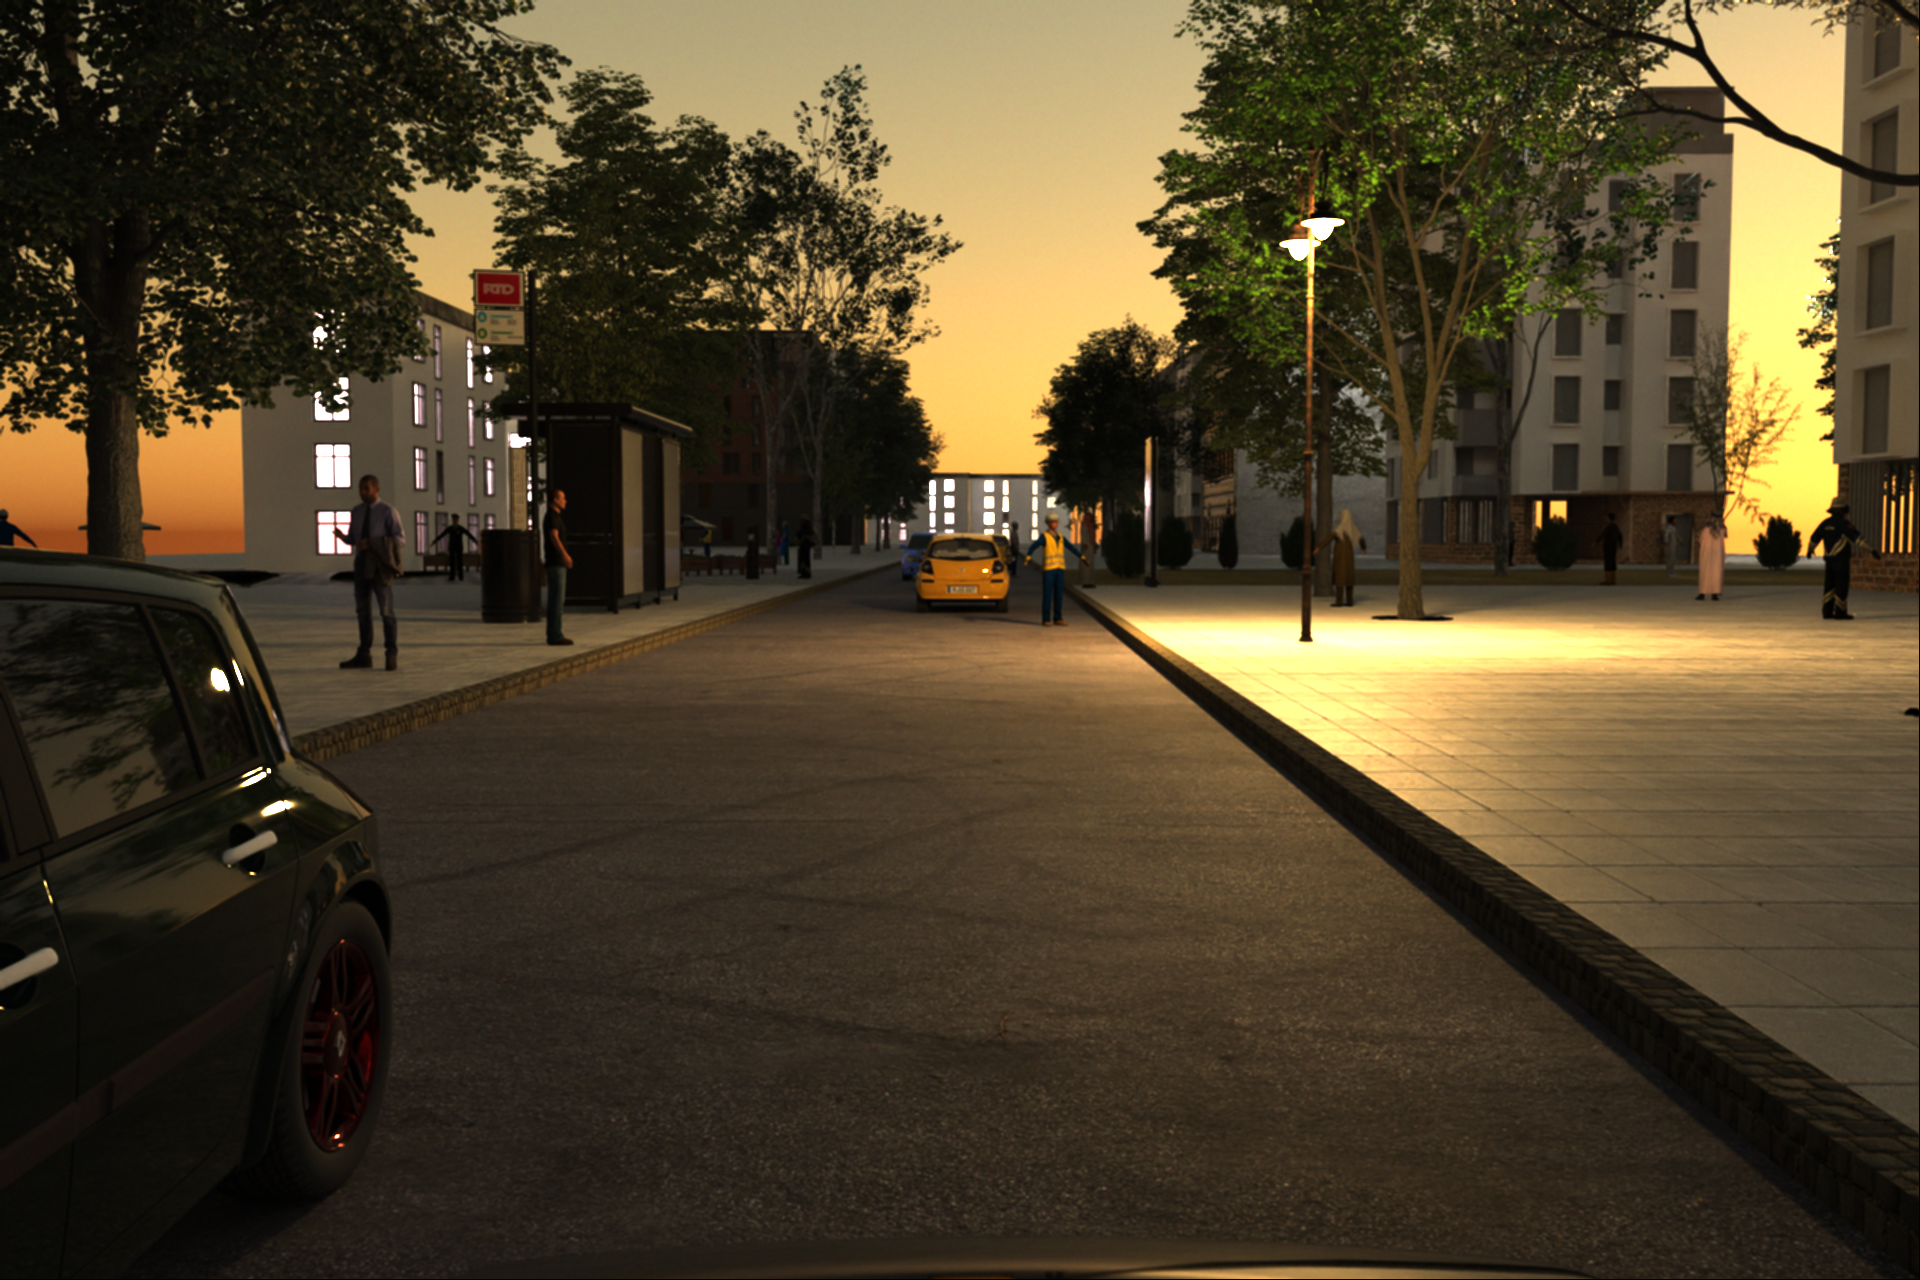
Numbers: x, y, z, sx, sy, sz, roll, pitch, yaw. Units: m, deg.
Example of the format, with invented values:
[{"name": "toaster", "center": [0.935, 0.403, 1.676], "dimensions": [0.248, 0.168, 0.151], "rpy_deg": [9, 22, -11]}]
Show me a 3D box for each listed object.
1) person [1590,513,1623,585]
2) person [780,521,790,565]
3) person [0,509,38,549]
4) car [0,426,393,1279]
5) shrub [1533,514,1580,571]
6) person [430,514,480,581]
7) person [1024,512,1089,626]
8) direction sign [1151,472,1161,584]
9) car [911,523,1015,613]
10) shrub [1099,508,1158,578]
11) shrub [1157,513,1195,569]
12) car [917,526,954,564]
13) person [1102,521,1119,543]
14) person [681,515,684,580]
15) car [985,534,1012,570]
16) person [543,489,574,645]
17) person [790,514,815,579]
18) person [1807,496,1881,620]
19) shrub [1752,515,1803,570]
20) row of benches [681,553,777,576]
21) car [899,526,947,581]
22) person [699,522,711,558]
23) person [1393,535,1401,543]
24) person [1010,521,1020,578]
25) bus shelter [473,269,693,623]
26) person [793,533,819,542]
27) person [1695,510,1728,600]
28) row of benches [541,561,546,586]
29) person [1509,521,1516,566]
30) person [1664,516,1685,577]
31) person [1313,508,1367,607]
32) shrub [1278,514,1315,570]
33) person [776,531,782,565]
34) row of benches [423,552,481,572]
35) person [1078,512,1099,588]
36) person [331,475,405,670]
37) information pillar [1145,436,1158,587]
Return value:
[{"name": "person", "center": [16.368, -2.296, 43.682], "dimensions": [1.346, 1.812, 0.704], "rpy_deg": [-3, 4, -38]}, {"name": "person", "center": [-7.186, -3.979, 71.186], "dimensions": [0.704, 1.817, 1.347], "rpy_deg": [0, 4, 4]}, {"name": "person", "center": [-21.449, -2.019, 38.886], "dimensions": [1.347, 1.842, 0.705], "rpy_deg": [-2, 4, -25]}, {"name": "car", "center": [-2.210, 0.451, 2.407], "dimensions": [2.009, 1.686, 4.222], "rpy_deg": [0, 4, 1]}, {"name": "shrub", "center": [21.014, -3.462, 61.019], "dimensions": [1.690, 2.028, 1.600], "rpy_deg": [0, 3, 0]}, {"name": "person", "center": [-13.826, -2.541, 47.473], "dimensions": [1.347, 1.837, 0.705], "rpy_deg": [0, 4, -4]}, {"name": "person", "center": [1.492, -1.105, 26.983], "dimensions": [1.216, 1.772, 0.721], "rpy_deg": [-2, 4, -32]}, {"name": "direction sign", "center": [4.953, -3.194, 44.222], "dimensions": [0.379, 3.537, 0.876], "rpy_deg": [0, 4, -1]}, {"name": "car", "center": [0.057, -1.390, 32.946], "dimensions": [2.015, 1.641, 3.980], "rpy_deg": [0, 4, 0]}, {"name": "shrub", "center": [4.932, -2.846, 50.569], "dimensions": [1.661, 2.075, 1.752], "rpy_deg": [0, 3, 0]}, {"name": "shrub", "center": [7.723, -3.605, 62.979], "dimensions": [1.661, 2.075, 1.752], "rpy_deg": [0, 3, 0]}, {"name": "car", "center": [-0.145, -2.132, 45.080], "dimensions": [2.015, 1.641, 3.980], "rpy_deg": [0, 4, 1]}, {"name": "person", "center": [5.696, -3.440, 62.516], "dimensions": [1.348, 1.796, 0.705], "rpy_deg": [3, 5, 44]}, {"name": "person", "center": [-7.818, -2.554, 47.908], "dimensions": [0.704, 1.843, 1.345], "rpy_deg": [0, 4, -6]}, {"name": "car", "center": [1.298, -3.656, 69.998], "dimensions": [2.015, 1.641, 3.980], "rpy_deg": [0, 4, 1]}, {"name": "person", "center": [-4.653, -0.847, 20.073], "dimensions": [0.705, 1.803, 1.348], "rpy_deg": [-1, 4, -16]}, {"name": "person", "center": [-4.479, -2.695, 49.837], "dimensions": [0.705, 1.856, 1.354], "rpy_deg": [-2, 4, -34]}, {"name": "person", "center": [13.221, -1.235, 26.054], "dimensions": [0.704, 1.845, 1.351], "rpy_deg": [-1, 4, -18]}, {"name": "shrub", "center": [29.413, -3.541, 62.314], "dimensions": [1.690, 2.028, 1.600], "rpy_deg": [0, 3, 0]}, {"name": "row of benches", "center": [-7.297, -2.386, 54.480], "dimensions": [1.422, 0.672, 4.104], "rpy_deg": [3, 4, 38]}, {"name": "car", "center": [-0.935, -2.749, 54.540], "dimensions": [1.945, 1.707, 3.694], "rpy_deg": [0, 4, 1]}, {"name": "person", "center": [-11.539, -4.453, 78.778], "dimensions": [0.705, 1.833, 1.349], "rpy_deg": [1, 4, 10]}, {"name": "person", "center": [17.331, -3.708, 67.421], "dimensions": [1.217, 1.733, 0.721], "rpy_deg": [-2, 4, -30]}, {"name": "person", "center": [1.818, -2.963, 56.762], "dimensions": [0.705, 1.847, 1.347], "rpy_deg": [0, 4, 1]}, {"name": "bus shelter", "center": [-6.272, -3.146, 29.065], "dimensions": [2.179, 5.291, 8.768], "rpy_deg": [0, 4, 0]}, {"name": "person", "center": [-7.094, -4.473, 79.316], "dimensions": [1.347, 1.806, 0.705], "rpy_deg": [-2, 4, -35]}, {"name": "person", "center": [14.609, -1.645, 33.606], "dimensions": [0.551, 1.740, 0.621], "rpy_deg": [0, 4, -1]}, {"name": "row of benches", "center": [-10.928, -1.752, 44.109], "dimensions": [1.422, 0.672, 4.104], "rpy_deg": [-1, 4, -15]}, {"name": "person", "center": [21.939, -3.836, 68.848], "dimensions": [0.705, 1.813, 1.348], "rpy_deg": [1, 4, 15]}, {"name": "person", "center": [21.249, -2.781, 51.653], "dimensions": [0.705, 1.806, 1.347], "rpy_deg": [3, 5, 43]}, {"name": "person", "center": [6.748, -1.462, 30.679], "dimensions": [1.217, 1.736, 0.721], "rpy_deg": [-2, 4, -30]}, {"name": "shrub", "center": [12.111, -3.486, 61.411], "dimensions": [1.690, 2.028, 1.600], "rpy_deg": [0, 3, 0]}, {"name": "person", "center": [-7.654, -3.864, 72.446], "dimensions": [0.991, 1.433, 0.599], "rpy_deg": [3, 5, 43]}, {"name": "row of benches", "center": [-16.514, -2.656, 58.892], "dimensions": [4.104, 0.672, 1.422], "rpy_deg": [2, 4, 28]}, {"name": "person", "center": [3.065, -2.145, 41.223], "dimensions": [0.704, 1.811, 1.347], "rpy_deg": [1, 4, 17]}, {"name": "person", "center": [-5.605, -0.636, 16.304], "dimensions": [0.709, 1.838, 0.599], "rpy_deg": [1, 4, 17]}, {"name": "information pillar", "center": [4.686, -3.128, 42.456], "dimensions": [0.184, 3.620, 1.656], "rpy_deg": [0, 4, 2]}]
